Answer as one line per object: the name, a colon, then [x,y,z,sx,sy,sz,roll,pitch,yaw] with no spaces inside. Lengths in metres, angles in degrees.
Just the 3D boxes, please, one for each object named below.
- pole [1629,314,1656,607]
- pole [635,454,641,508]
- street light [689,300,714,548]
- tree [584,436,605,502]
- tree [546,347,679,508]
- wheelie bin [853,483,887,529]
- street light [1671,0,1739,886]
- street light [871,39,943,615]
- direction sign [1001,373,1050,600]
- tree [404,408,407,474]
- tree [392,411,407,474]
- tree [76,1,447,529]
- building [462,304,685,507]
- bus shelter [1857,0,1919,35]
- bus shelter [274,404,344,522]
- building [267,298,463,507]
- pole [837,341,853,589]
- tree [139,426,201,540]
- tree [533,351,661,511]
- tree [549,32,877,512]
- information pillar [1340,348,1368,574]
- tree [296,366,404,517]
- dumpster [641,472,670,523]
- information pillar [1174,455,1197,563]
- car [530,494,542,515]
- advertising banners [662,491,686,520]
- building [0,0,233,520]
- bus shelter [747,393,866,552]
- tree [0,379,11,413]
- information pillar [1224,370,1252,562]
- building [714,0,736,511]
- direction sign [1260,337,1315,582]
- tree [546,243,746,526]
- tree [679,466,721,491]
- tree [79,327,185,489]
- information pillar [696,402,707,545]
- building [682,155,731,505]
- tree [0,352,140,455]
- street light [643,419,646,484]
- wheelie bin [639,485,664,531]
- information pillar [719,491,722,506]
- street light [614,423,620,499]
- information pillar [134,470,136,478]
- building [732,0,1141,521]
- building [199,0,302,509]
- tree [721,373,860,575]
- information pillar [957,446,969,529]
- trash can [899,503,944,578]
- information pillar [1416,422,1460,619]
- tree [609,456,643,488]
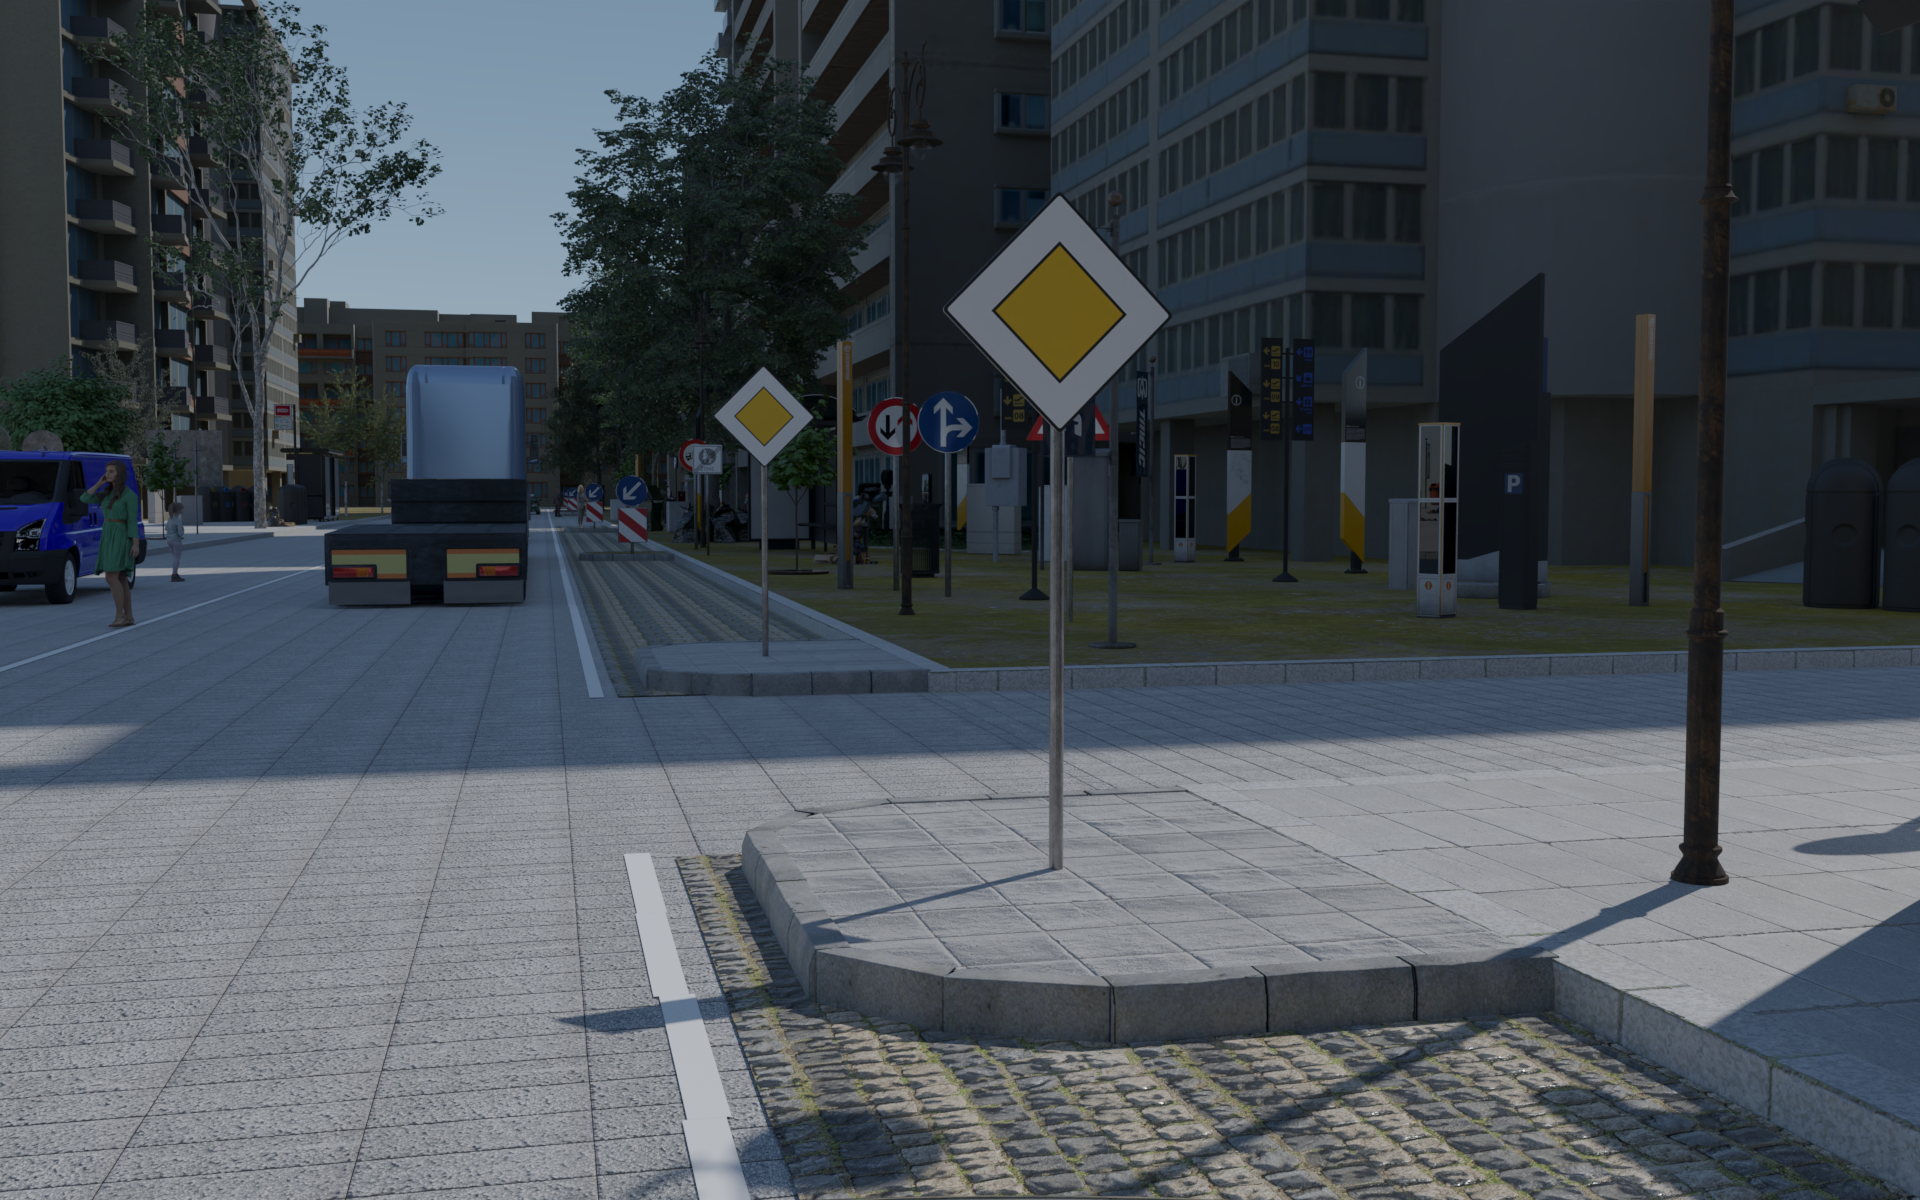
pole: [7.782,-1.584,19.749,0.158,3.312,0.155,0,3,0]
pole: [-11.612,-4.203,62.566,0.158,3.312,0.155,0,3,0]
street light: [-6.147,-4.190,41.289,0.468,5.910,1.993,-1,4,-13]
tree: [-31.939,-12.229,150.301,4.360,8.622,3.978,0,3,0]
tree: [-19.726,-10.233,101.723,7.601,10.594,8.767,2,4,29]
wheelie bin: [-2.496,-2.491,48.638,0.980,1.594,0.693,-1,4,-20]
street light: [2.459,-2.006,5.578,0.468,5.910,1.993,-1,4,-13]
street light: [-0.566,-2.779,18.225,0.468,5.910,1.993,-1,4,-13]
direction sign: [0.905,-1.771,20.957,0.876,3.537,0.379,2,4,25]
tree: [-38.903,-10.178,116.780,4.737,8.622,4.395,0,3,0]
tree: [-46.382,-12.052,147.406,4.360,8.622,3.978,0,3,0]
tree: [-25.124,-12.787,64.957,12.611,20.169,13.585,0,3,0]
building: [-38.528,-21.101,190.044,28.899,21.520,27.650,-1,4,-13]
bus shelter: [4.489,-0.564,3.153,2.014,3.302,5.546,-1,4,-13]
bus shelter: [-30.134,-6.269,80.125,2.179,5.291,8.768,-1,4,-14]
building: [-66.836,-20.742,184.177,28.899,21.520,27.650,-1,4,-13]
pole: [-1.546,-1.800,23.280,0.158,3.312,0.155,0,3,0]
tree: [-22.558,-3.315,48.805,1.663,3.219,1.824,0,3,0]
tree: [-27.610,-13.137,131.793,9.611,12.733,9.660,0,3,0]
tree: [-7.199,-8.722,49.262,9.857,13.997,8.962,0,3,0]
information pillar: [6.329,-2.231,27.826,0.504,3.616,0.183,-2,4,-33]
tree: [-35.351,-9.084,98.890,4.737,8.622,4.395,0,3,0]
dumpster: [-13.567,-4.509,76.210,1.502,2.255,1.985,-1,4,-14]
information pillar: [4.215,-1.710,32.444,0.304,2.012,0.304,3,4,38]
car: [-30.420,-6.716,121.599,2.131,1.459,4.920,-1,4,-12]
advertising banners: [-13.659,-5.440,85.137,2.074,3.025,0.090,-1,4,-10]
building: [-52.969,-26.858,93.759,22.147,44.769,28.867,-1,4,-13]
bus shelter: [-3.515,-2.663,37.469,2.014,3.302,5.546,-1,4,-14]
tree: [-44.677,-7.740,76.909,4.360,8.622,3.978,0,3,0]
information pillar: [5.297,-2.542,32.917,0.504,3.616,0.183,-1,4,-18]
building: [-6.299,-31.160,129.080,23.786,49.044,30.456,-1,4,-13]
direction sign: [4.761,-2.034,25.250,0.876,3.537,0.379,-1,4,-20]
tree: [-12.286,-8.841,70.305,9.928,11.665,9.643,0,3,0]
tree: [-7.978,-3.766,56.176,1.663,3.219,1.824,0,3,0]
tree: [-37.196,-7.783,77.607,4.360,8.622,3.978,0,3,0]
information pillar: [-6.567,-3.211,43.859,0.183,3.616,0.504,1,4,9]
building: [-17.046,-23.134,149.944,14.160,30.474,14.107,-1,4,-13]
tree: [-20.737,-3.443,40.001,4.285,4.588,4.351,0,3,0]
street light: [-11.680,-5.582,64.058,0.468,5.910,1.993,-1,4,-13]
wheelie bin: [-10.706,-3.179,59.878,0.693,1.594,0.980,2,4,30]
information pillar: [-12.260,-5.881,87.506,0.504,3.616,0.183,2,4,27]
street light: [-17.146,-6.972,86.780,0.468,5.910,1.993,-1,4,-13]
information pillar: [-24.841,-2.895,51.826,0.304,2.012,0.304,-1,4,-10]
building: [-1.761,-29.343,103.466,21.300,48.544,21.600,-1,4,-13]
building: [-62.608,-26.728,128.885,23.993,40.220,32.217,-1,4,-13]
tree: [-2.628,-2.022,27.665,1.663,3.219,1.824,0,3,0]
information pillar: [0.083,-3.478,48.223,0.183,3.616,0.504,-2,4,-35]
trash can: [-0.618,-0.920,26.693,0.748,1.137,0.748,0,3,0]
information pillar: [4.952,-0.823,17.951,0.304,2.012,0.304,-3,5,-40]
tree: [-15.176,-5.157,78.924,1.663,3.219,1.824,0,3,0]
